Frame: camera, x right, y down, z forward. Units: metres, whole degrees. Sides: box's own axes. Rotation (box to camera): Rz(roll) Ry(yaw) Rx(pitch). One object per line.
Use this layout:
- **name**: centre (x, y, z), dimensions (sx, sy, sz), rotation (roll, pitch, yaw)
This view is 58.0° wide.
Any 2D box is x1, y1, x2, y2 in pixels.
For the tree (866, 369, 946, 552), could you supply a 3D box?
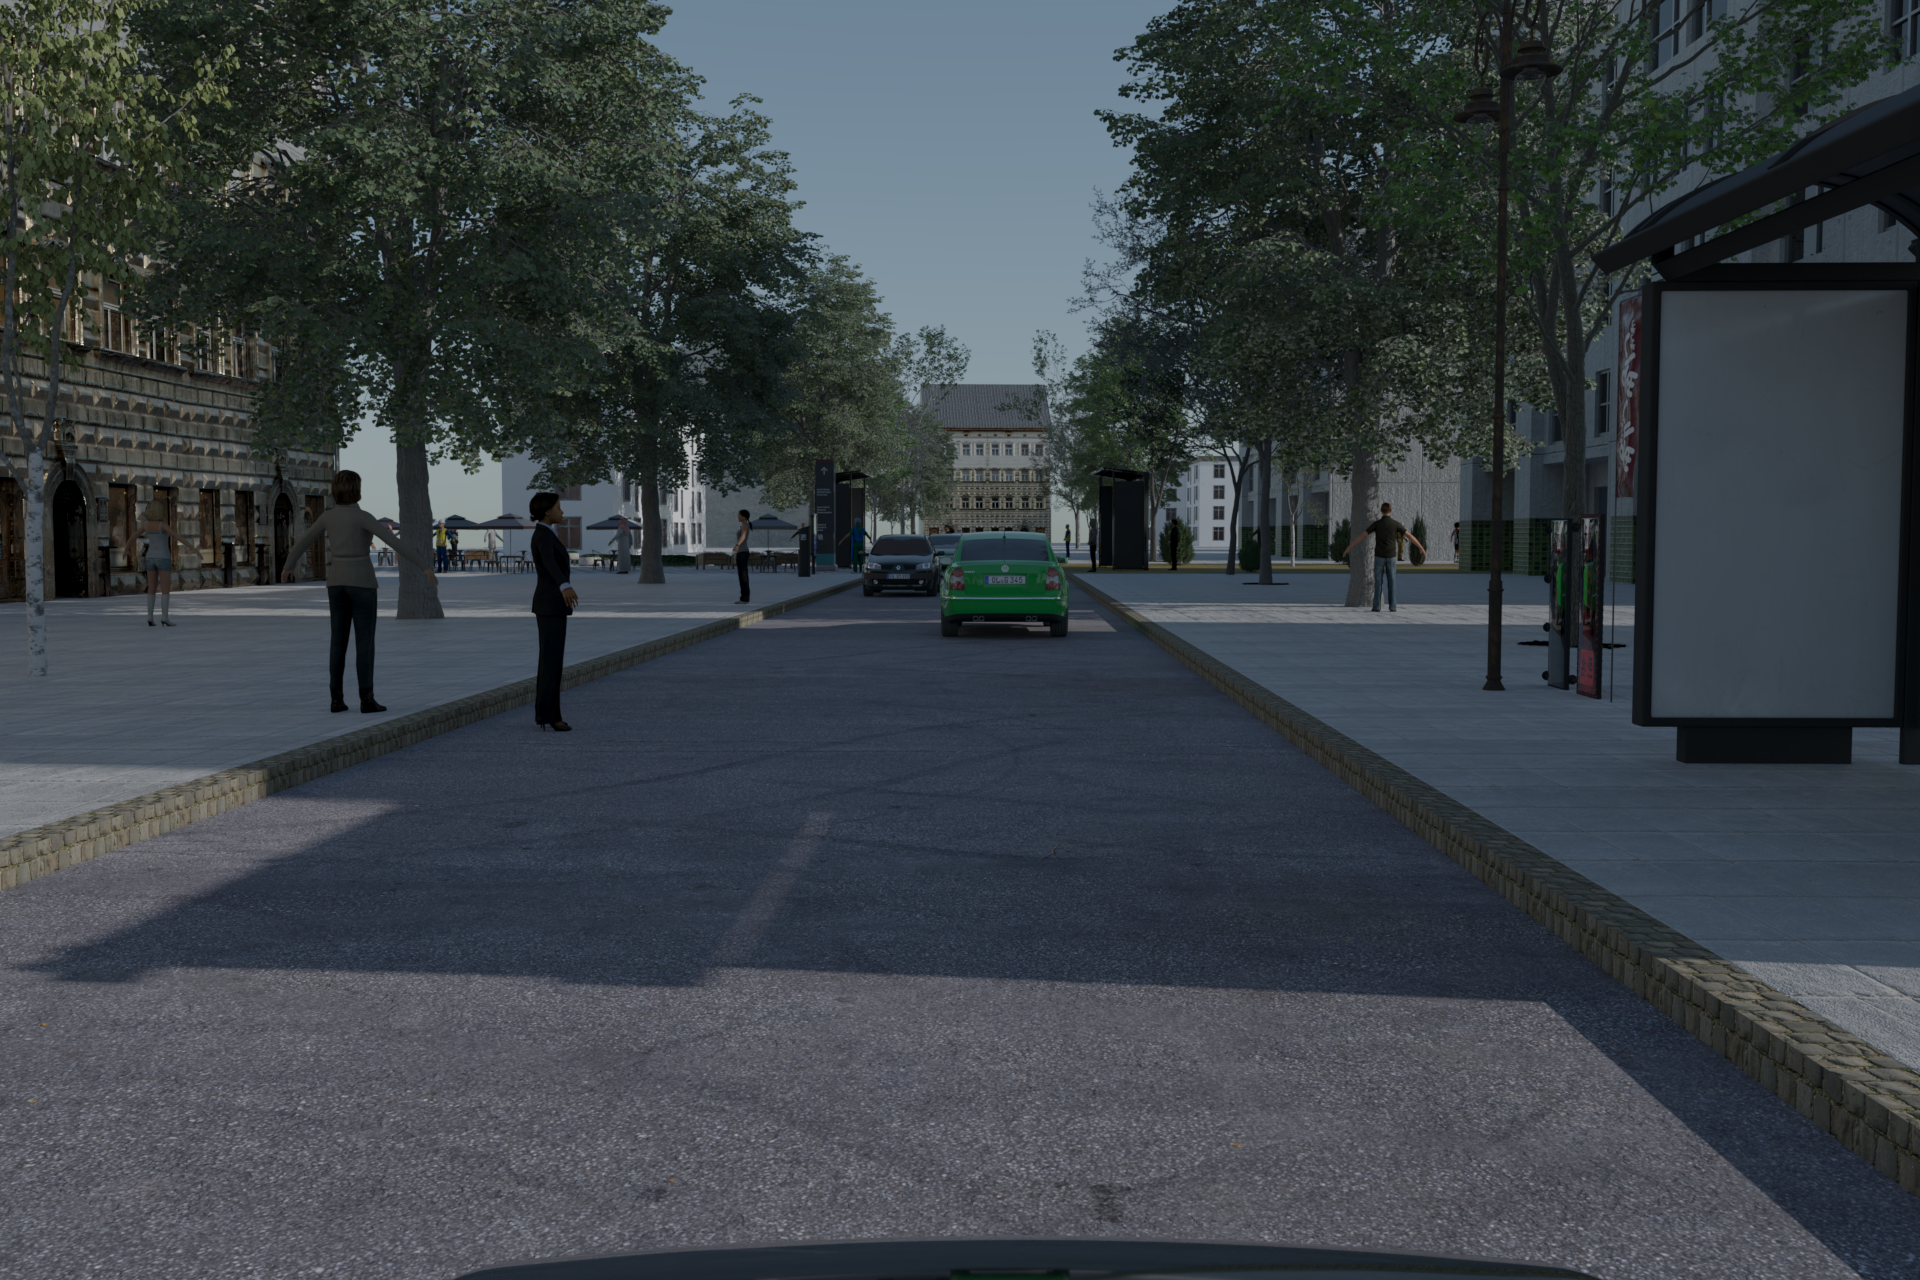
- **tree**: centre (-5.941, -12.957, 122.215), dimensions (12.009, 13.543, 11.850), rotation (0, 3, 0)

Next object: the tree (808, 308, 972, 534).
- **tree**: centre (-6.085, -17.622, 144.010), dimensions (12.611, 20.169, 13.585), rotation (0, 3, 0)

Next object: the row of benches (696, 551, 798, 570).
- **row of benches**: centre (-7.813, -2.926, 63.310), dimensions (4.104, 0.672, 1.422), rotation (-2, 4, -34)

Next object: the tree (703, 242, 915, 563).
- **tree**: centre (-6.619, -10.459, 77.667), dimensions (9.857, 13.997, 8.962), rotation (0, 3, 0)

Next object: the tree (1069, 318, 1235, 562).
- **tree**: centre (9.096, -9.421, 79.784), dimensions (9.928, 11.665, 9.643), rotation (0, 3, 0)

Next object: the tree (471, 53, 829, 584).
- **tree**: centre (-8.057, -8.435, 44.564), dimensions (9.857, 13.997, 8.962), rotation (0, 3, 0)

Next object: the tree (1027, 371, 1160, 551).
- **tree**: centre (10.052, -13.321, 128.172), dimensions (12.009, 13.543, 11.850), rotation (0, 3, 0)

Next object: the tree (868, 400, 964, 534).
- **tree**: centre (-4.534, -15.643, 162.414), dimensions (9.857, 13.997, 8.962), rotation (0, 3, 0)

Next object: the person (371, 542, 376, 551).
- **person**: centre (-13.990, -2.106, 40.616), dimensions (0.705, 1.807, 1.348), rotation (-2, 4, -34)

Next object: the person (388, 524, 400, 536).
- **person**: centre (-17.322, -2.868, 53.734), dimensions (0.445, 1.727, 0.742), rotation (3, 5, 40)

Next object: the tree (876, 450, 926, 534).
- **tree**: centre (-5.379, -11.181, 133.174), dimensions (4.360, 8.622, 3.978), rotation (0, 3, 0)

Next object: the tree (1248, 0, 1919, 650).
- **tree**: centre (6.827, -5.730, 19.448), dimensions (9.928, 11.665, 9.643), rotation (0, 3, 0)

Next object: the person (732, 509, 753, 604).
- **person**: centre (-4.066, -1.533, 31.882), dimensions (0.721, 1.737, 1.217), rotation (0, 4, -1)

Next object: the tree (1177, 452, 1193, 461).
- **tree**: centre (33.649, -20.930, 252.572), dimensions (12.009, 13.543, 11.850), rotation (0, 3, 0)

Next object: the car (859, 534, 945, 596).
- **car**: centre (-1.349, -1.910, 41.021), dimensions (2.009, 1.686, 4.222), rotation (0, 4, 1)

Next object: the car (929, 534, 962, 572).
- **car**: centre (-0.415, -2.850, 58.394), dimensions (2.131, 1.459, 4.920), rotation (0, 4, 1)

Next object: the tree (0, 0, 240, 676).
- **tree**: centre (-8.490, -3.991, 15.611), dimensions (4.737, 8.622, 4.395), rotation (0, 3, 0)

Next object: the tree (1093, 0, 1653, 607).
- **tree**: centre (7.214, -7.548, 30.066), dimensions (9.857, 13.997, 8.962), rotation (0, 3, 0)

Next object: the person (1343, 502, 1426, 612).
- **person**: centre (7.022, -1.370, 28.611), dimensions (1.348, 1.803, 0.705), rotation (0, 4, 7)

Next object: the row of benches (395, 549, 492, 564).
- **row of benches**: centre (-21.988, -3.583, 74.046), dimensions (4.104, 0.672, 1.422), rotation (0, 4, -7)

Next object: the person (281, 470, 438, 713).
- **person**: centre (-4.351, -0.351, 12.501), dimensions (1.215, 1.744, 0.721), rotation (1, 4, 10)

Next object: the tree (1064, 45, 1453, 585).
- **tree**: centre (7.677, -8.146, 43.564), dimensions (12.009, 13.543, 11.850), rotation (0, 3, 0)

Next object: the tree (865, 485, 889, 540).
- **tree**: centre (-12.734, -19.487, 253.016), dimensions (7.601, 10.594, 8.767), rotation (0, 4, -2)

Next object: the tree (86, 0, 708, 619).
- **tree**: centre (-8.185, -7.288, 25.815), dimensions (9.857, 13.997, 8.962), rotation (0, 3, 0)

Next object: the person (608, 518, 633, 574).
- **person**: centre (-10.858, -3.031, 55.711), dimensions (0.704, 1.811, 1.347), rotation (1, 4, 22)

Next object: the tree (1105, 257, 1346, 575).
- **tree**: centre (8.638, -7.320, 54.102), dimensions (8.767, 10.594, 7.601), rotation (-1, 4, -19)

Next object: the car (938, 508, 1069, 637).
- **car**: centre (0.641, -1.022, 25.498), dimensions (1.959, 1.807, 4.718), rotation (0, 4, 1)

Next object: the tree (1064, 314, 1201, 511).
- **tree**: centre (8.915, -10.492, 89.669), dimensions (7.486, 12.596, 7.792), rotation (0, 3, 0)

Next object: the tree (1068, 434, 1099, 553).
- **tree**: centre (9.414, -10.230, 117.620), dimensions (4.360, 8.622, 3.978), rotation (0, 3, 0)

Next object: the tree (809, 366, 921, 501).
- **tree**: centre (-6.226, -11.065, 106.668), dimensions (9.928, 11.665, 9.643), rotation (0, 3, 0)

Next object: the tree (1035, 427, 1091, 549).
- **tree**: centre (10.275, -13.193, 150.109), dimensions (8.767, 10.594, 7.601), rotation (1, 4, 20)

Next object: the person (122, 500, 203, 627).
- **person**: centre (-11.125, -1.072, 24.132), dimensions (1.214, 1.753, 0.721), rotation (1, 4, 9)

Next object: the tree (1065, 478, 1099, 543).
- **tree**: centre (18.857, -20.029, 253.226), dimensions (9.928, 11.665, 9.643), rotation (0, 3, 0)

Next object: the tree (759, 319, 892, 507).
- **tree**: centre (-7.220, -10.481, 89.494), dimensions (7.486, 12.596, 7.792), rotation (0, 3, 0)

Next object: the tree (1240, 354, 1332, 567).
- **tree**: centre (13.043, -7.154, 67.334), dimensions (4.360, 8.622, 3.978), rotation (0, 3, 0)

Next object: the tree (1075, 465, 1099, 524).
- **tree**: centre (10.737, -11.730, 142.143), dimensions (4.360, 8.622, 3.978), rotation (0, 3, 0)

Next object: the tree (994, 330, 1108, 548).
- **tree**: centre (9.690, -18.686, 161.401), dimensions (12.611, 20.169, 13.585), rotation (0, 3, 0)
